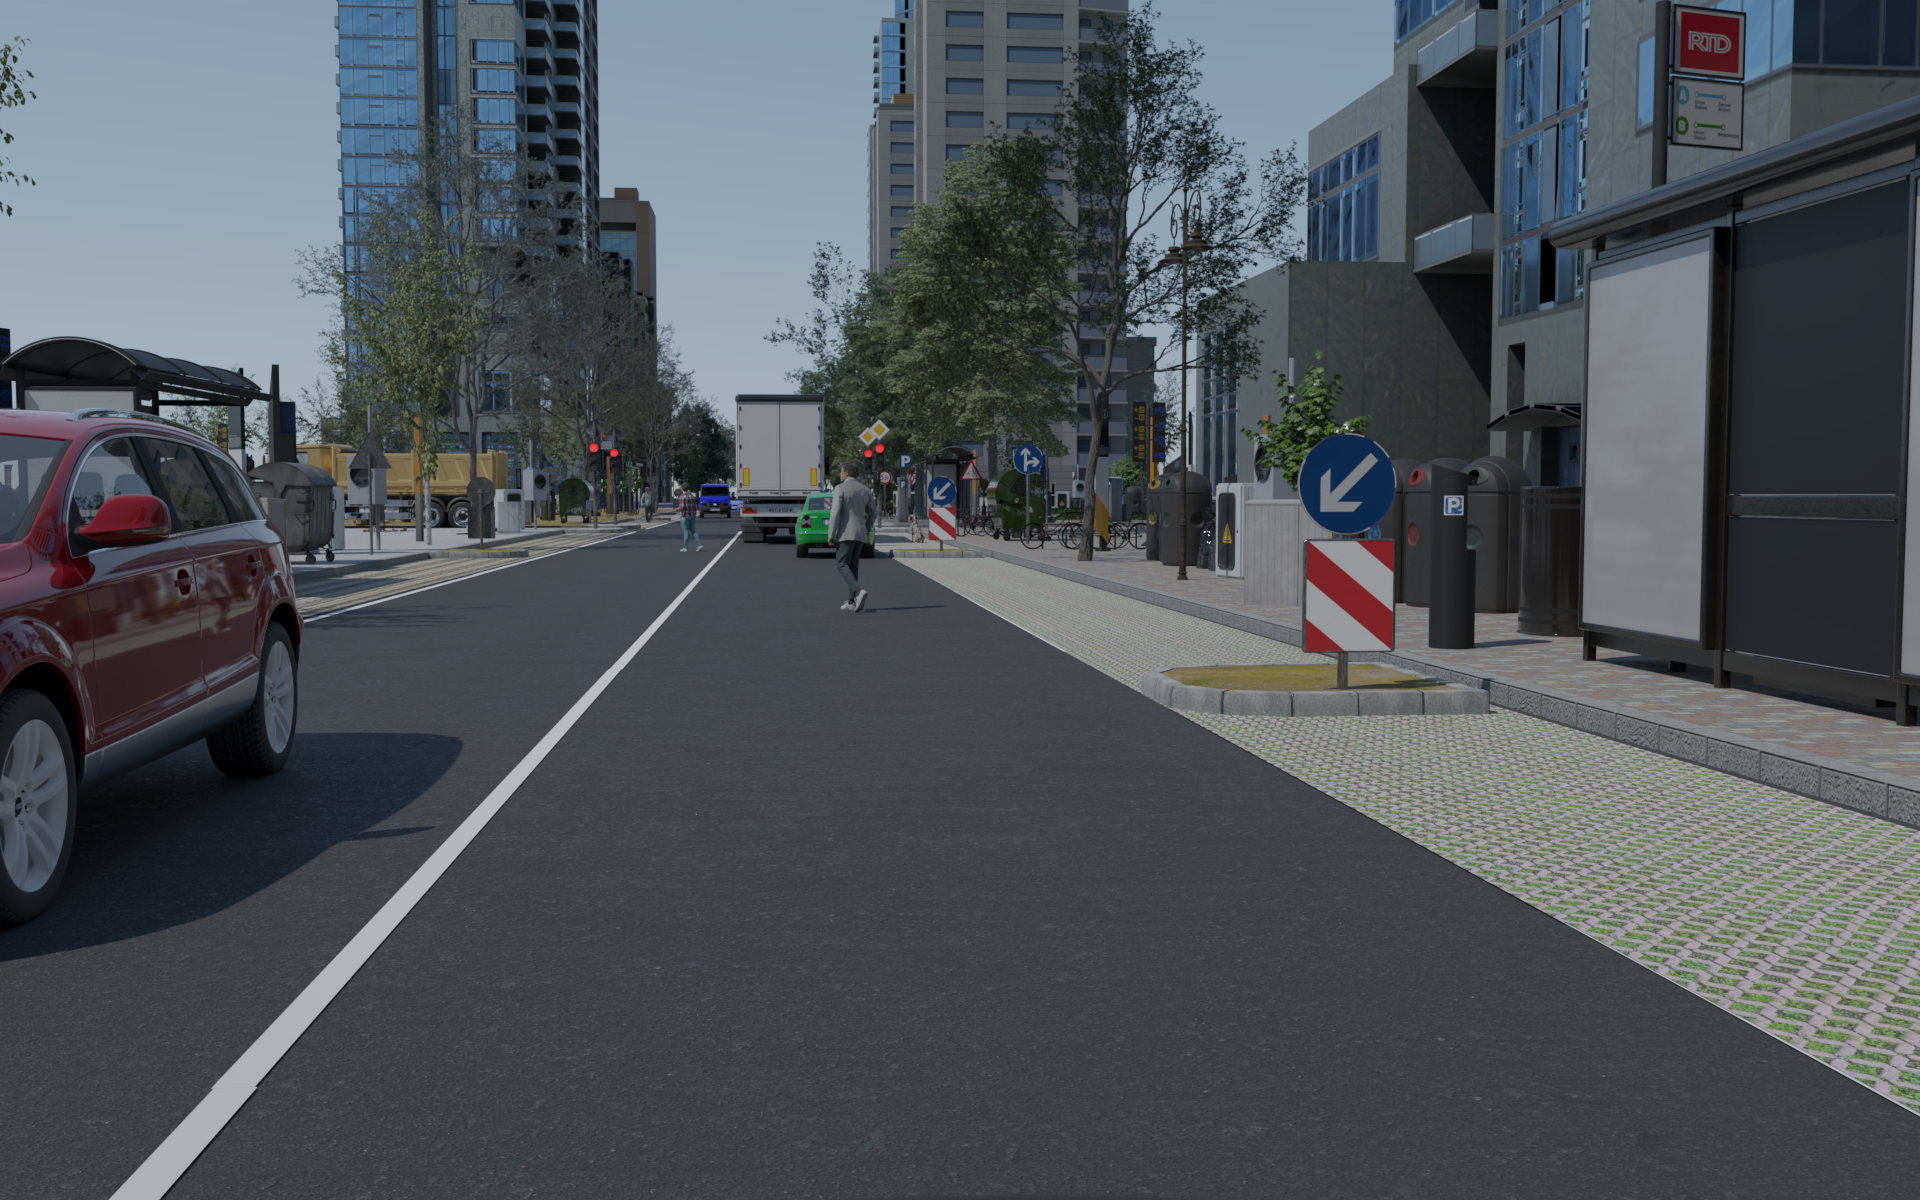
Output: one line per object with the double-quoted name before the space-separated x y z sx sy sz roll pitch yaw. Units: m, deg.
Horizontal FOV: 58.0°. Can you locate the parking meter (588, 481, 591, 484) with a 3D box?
"parking meter" -17.019 -4.470 78.803 0.399 1.863 0.255 1 4 13

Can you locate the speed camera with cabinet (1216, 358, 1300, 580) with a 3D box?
"speed camera with cabinet" 4.478 -1.929 25.871 0.660 3.252 2.038 -1 4 -15

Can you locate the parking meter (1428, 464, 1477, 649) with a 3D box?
"parking meter" 4.107 -0.368 14.431 0.372 1.533 0.369 0 3 0

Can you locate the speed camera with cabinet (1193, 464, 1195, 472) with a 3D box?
"speed camera with cabinet" 16.052 -7.362 114.701 0.660 3.252 2.038 -2 4 -30

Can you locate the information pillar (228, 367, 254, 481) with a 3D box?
"information pillar" -13.454 -2.503 32.272 0.504 3.616 0.183 3 5 40

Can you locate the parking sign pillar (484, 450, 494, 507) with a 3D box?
"parking sign pillar" -29.125 -7.292 107.701 1.447 3.967 1.447 0 4 7

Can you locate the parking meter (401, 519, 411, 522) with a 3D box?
"parking meter" -25.121 -4.451 78.483 0.399 1.863 0.255 -3 5 -44

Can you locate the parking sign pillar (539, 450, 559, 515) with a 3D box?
"parking sign pillar" -25.274 -7.188 106.001 1.447 3.967 1.447 1 4 8

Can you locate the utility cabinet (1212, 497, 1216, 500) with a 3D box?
"utility cabinet" 5.729 -1.690 38.788 1.020 1.237 0.306 1 4 8

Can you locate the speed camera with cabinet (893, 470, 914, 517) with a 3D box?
"speed camera with cabinet" -3.284 -6.324 97.740 0.660 3.252 2.038 -1 4 -14

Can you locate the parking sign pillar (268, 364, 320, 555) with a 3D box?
"parking sign pillar" -14.368 -2.950 36.697 1.447 3.967 1.447 -2 4 -26

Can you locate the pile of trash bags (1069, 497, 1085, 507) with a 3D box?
"pile of trash bags" 8.681 -6.818 121.228 1.912 1.369 3.447 -1 4 -19

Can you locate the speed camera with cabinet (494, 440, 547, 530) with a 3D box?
"speed camera with cabinet" -15.908 -4.182 62.719 0.660 3.252 2.038 2 4 34

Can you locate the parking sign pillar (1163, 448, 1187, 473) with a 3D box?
"parking sign pillar" 12.759 -6.831 100.163 1.447 3.967 1.447 1 4 20

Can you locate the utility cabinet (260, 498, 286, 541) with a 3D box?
"utility cabinet" -11.591 -1.107 29.255 0.306 1.237 1.020 -2 4 -28

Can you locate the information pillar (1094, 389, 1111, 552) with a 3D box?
"information pillar" 3.147 -2.893 38.653 0.183 3.616 0.504 3 5 43

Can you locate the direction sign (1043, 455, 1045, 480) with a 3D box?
"direction sign" 4.496 -6.553 99.144 0.876 3.537 0.379 -2 4 -28

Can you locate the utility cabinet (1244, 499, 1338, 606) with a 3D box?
"utility cabinet" 3.800 -0.535 19.907 1.020 1.237 0.306 1 4 23

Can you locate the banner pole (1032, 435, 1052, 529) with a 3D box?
"banner pole" 2.962 -4.459 62.919 0.863 3.779 0.401 -2 4 -27

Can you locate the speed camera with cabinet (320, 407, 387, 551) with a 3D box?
"speed camera with cabinet" -14.055 -2.744 39.206 2.038 3.252 0.660 1 4 11

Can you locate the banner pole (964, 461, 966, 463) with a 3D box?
"banner pole" -0.247 -6.404 94.728 0.401 3.779 0.863 3 5 41

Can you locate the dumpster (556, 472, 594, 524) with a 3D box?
"dumpster" -16.839 -4.481 75.753 1.502 2.255 1.985 0 4 -6

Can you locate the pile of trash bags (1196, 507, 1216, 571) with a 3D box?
"pile of trash bags" 5.737 -1.199 29.361 3.447 1.369 1.912 1 4 9

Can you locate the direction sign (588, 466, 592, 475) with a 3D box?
"direction sign" -29.539 -8.945 138.245 0.876 3.537 0.379 1 4 9

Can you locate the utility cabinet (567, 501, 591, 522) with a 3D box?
"utility cabinet" -17.242 -4.252 78.192 1.173 1.500 0.318 1 4 18

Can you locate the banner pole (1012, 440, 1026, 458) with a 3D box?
"banner pole" 2.796 -5.535 80.518 0.863 3.779 0.401 0 4 5

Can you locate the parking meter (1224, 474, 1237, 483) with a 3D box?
"parking meter" 7.914 -2.759 50.826 0.399 1.863 0.255 0 4 5

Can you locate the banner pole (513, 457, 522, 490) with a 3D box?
"banner pole" -29.825 -7.742 116.605 0.401 3.779 0.863 3 4 37

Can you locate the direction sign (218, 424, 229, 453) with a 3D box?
"direction sign" -23.509 -3.907 55.876 0.876 3.537 0.379 1 4 12

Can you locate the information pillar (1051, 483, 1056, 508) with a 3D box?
"information pillar" 6.052 -6.596 112.335 0.304 2.012 0.304 1 4 9

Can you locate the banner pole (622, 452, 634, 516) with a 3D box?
"banner pole" -21.090 -7.319 109.685 0.863 3.779 0.401 -2 4 -26

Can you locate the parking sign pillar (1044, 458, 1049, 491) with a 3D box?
"parking sign pillar" 6.263 -8.658 130.026 1.447 3.967 1.447 -1 4 -18

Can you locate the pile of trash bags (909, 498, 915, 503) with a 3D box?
"pile of trash bags" -4.575 -7.848 138.062 3.447 1.369 1.912 0 4 -3

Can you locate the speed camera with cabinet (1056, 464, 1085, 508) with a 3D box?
"speed camera with cabinet" 7.157 -7.307 113.809 2.038 3.252 0.660 -1 4 -15

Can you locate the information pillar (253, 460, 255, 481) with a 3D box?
"information pillar" -41.239 -6.686 100.674 0.504 3.616 0.183 -2 4 -30

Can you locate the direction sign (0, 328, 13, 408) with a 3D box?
"direction sign" -13.105 -1.919 23.372 0.379 3.537 0.876 1 4 13

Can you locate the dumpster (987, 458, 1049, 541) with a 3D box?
"dumpster" 1.600 -2.776 47.881 1.502 2.255 1.985 0 4 -6

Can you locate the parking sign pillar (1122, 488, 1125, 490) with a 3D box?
"parking sign pillar" 13.567 -9.129 137.728 1.447 3.967 1.447 -1 4 -9

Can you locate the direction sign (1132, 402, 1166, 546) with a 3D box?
"direction sign" 4.655 -3.101 42.698 0.876 3.537 0.379 -1 4 -17

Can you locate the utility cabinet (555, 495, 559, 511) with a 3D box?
"utility cabinet" -31.182 -7.486 133.553 1.020 1.237 0.306 2 4 25

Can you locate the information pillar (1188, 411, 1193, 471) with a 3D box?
"information pillar" 6.550 -3.540 49.232 0.183 3.616 0.504 1 4 14

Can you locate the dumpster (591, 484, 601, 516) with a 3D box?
"dumpster" -21.441 -5.771 100.122 1.264 1.857 1.865 0 4 -6

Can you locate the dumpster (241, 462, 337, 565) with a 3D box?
"dumpster" -12.347 -1.603 31.965 1.264 1.857 1.865 0 4 -6

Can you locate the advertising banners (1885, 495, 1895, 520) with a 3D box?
"advertising banners" 8.200 -1.106 14.266 0.090 3.025 2.074 0 4 -3

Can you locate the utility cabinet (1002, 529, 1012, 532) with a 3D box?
"utility cabinet" 1.671 -2.943 59.282 0.306 1.237 1.020 1 4 14
